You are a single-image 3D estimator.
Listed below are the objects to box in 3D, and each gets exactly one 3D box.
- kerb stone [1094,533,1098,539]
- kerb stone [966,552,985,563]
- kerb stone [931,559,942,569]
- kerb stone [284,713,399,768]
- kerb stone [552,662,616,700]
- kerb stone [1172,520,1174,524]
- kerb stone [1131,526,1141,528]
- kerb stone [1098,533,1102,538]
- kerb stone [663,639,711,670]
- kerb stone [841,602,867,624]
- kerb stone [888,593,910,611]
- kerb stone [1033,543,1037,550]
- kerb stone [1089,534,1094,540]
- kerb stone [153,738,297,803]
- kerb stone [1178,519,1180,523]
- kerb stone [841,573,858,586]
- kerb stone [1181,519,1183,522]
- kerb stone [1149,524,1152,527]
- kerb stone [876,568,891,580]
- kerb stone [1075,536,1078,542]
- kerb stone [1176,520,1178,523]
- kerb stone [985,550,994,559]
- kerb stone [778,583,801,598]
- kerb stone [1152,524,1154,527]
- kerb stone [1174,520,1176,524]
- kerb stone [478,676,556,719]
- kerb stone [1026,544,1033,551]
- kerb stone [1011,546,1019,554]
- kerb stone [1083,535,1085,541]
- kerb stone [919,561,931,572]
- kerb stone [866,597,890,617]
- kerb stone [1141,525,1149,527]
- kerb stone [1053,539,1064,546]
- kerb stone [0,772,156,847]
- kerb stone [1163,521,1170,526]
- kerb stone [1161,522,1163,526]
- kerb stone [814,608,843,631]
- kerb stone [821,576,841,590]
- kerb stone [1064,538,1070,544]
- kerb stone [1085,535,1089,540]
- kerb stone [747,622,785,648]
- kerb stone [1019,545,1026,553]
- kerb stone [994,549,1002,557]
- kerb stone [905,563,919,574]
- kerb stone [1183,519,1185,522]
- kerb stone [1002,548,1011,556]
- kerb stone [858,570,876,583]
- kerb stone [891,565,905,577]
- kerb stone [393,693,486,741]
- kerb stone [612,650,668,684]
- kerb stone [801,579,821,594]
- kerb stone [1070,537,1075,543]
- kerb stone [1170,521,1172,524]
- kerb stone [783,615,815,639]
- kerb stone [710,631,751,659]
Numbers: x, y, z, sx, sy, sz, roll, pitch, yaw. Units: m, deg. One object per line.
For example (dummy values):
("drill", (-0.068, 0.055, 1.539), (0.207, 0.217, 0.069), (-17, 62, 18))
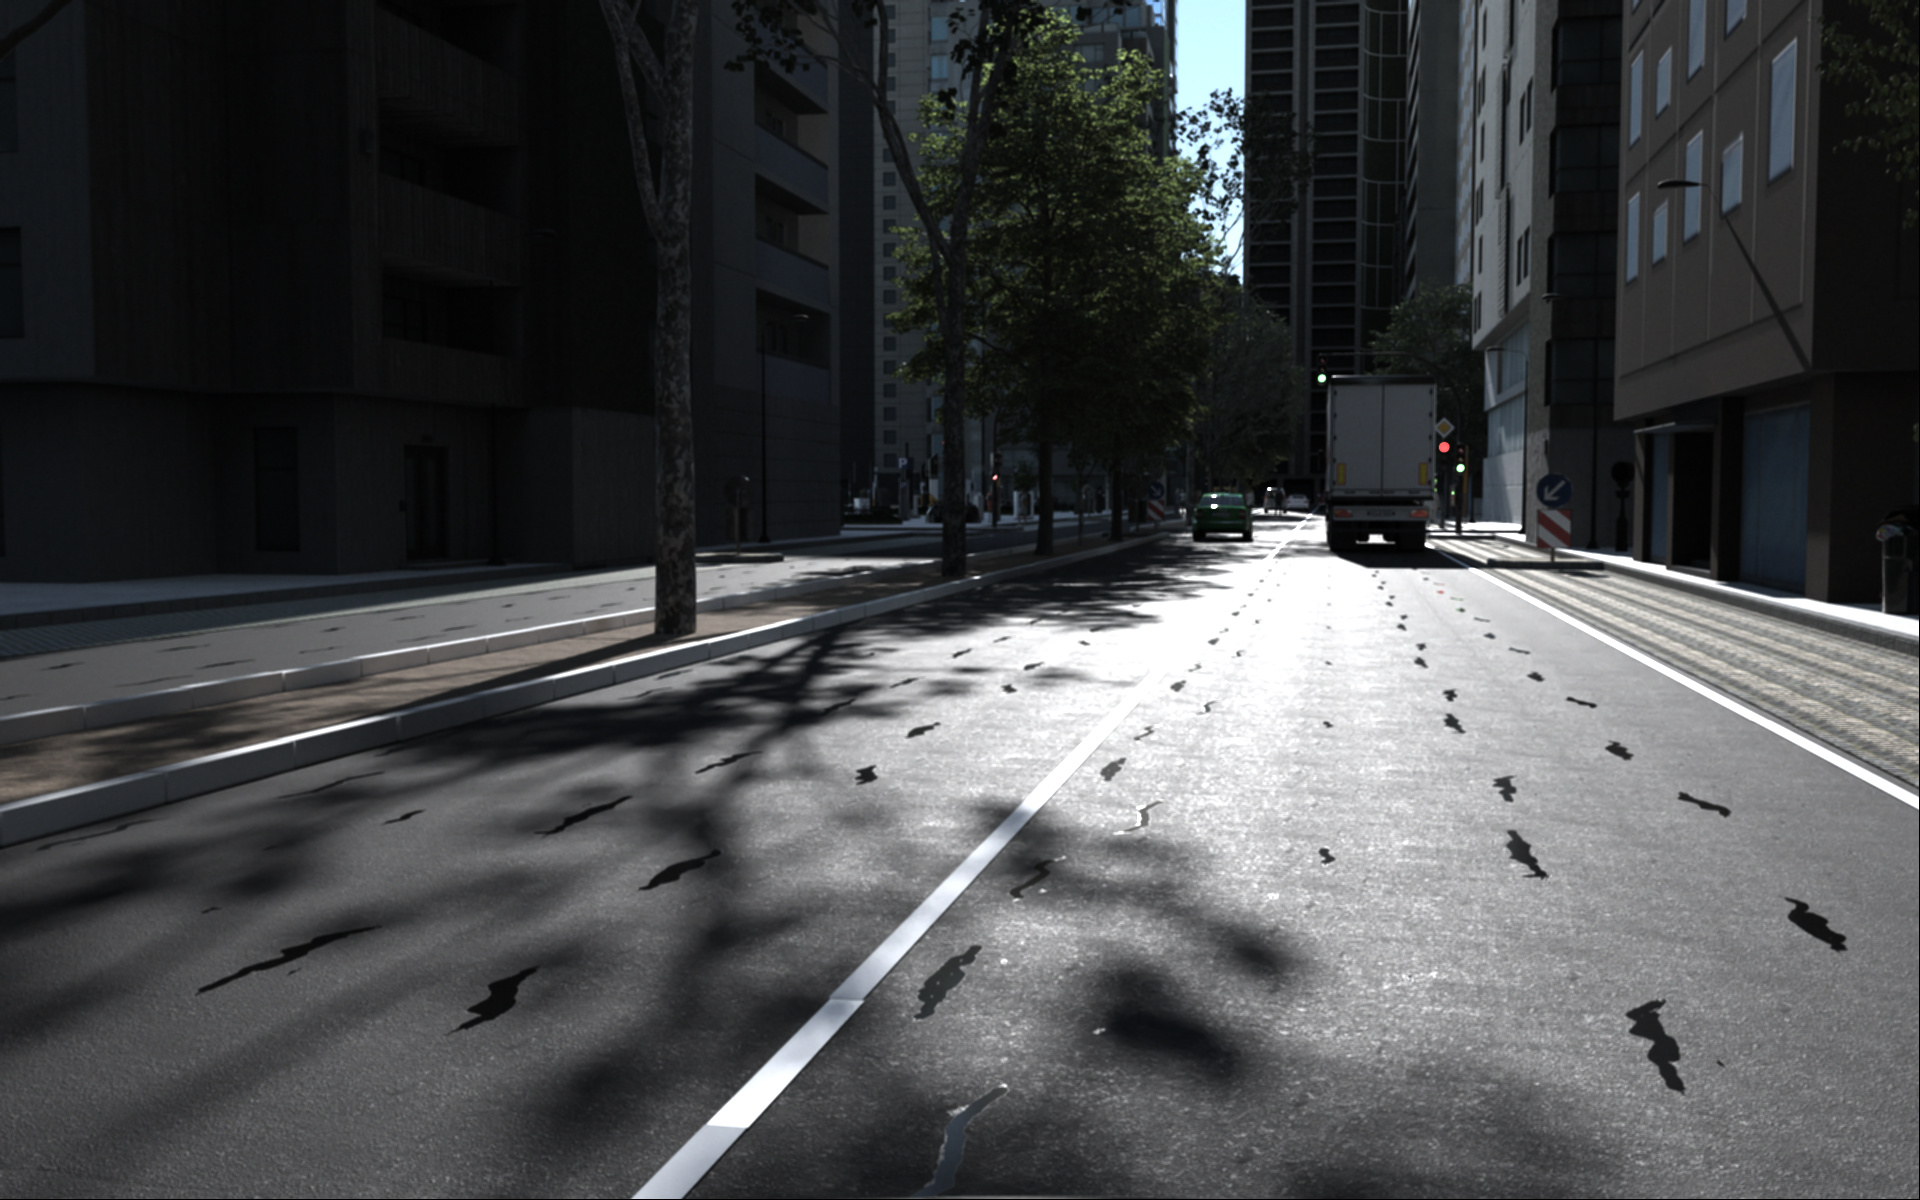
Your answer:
("kerb stone", (4.188, -2.013, 55.101), (0.120, 0.150, 1.000), (1, 4, 12))
("kerb stone", (0.333, -0.907, 37.050), (0.120, 0.150, 1.000), (1, 4, 12))
("kerb stone", (-0.531, -0.664, 33.048), (0.120, 0.150, 1.000), (1, 4, 12))
("kerb stone", (-3.417, 0.775, 9.523), (0.120, 0.150, 1.000), (1, 4, 12))
("kerb stone", (-2.768, 0.593, 12.532), (0.120, 0.150, 1.000), (1, 4, 12))
("kerb stone", (9.870, -3.639, 81.692), (0.120, 0.150, 1.000), (1, 4, 12))
("kerb stone", (6.870, -2.780, 67.646), (0.120, 0.150, 1.000), (1, 4, 12))
("kerb stone", (4.407, -2.074, 56.109), (0.120, 0.150, 1.000), (1, 4, 12))
("kerb stone", (-2.340, 0.469, 14.530), (0.120, 0.150, 1.000), (1, 4, 12))
("kerb stone", (-1.264, 0.162, 19.547), (0.120, 0.150, 1.000), (1, 4, 12))
("kerb stone", (-0.836, 0.041, 21.549), (0.120, 0.150, 1.000), (1, 4, 12))
("kerb stone", (1.828, -1.337, 44.066), (0.120, 0.150, 1.000), (1, 4, 12))
("kerb stone", (3.972, -1.951, 54.102), (0.120, 0.150, 1.000), (1, 4, 12))
("kerb stone", (-3.622, 0.837, 8.522), (0.120, 0.150, 1.000), (1, 4, 12))
("kerb stone", (10.516, -3.823, 84.694), (0.120, 0.150, 1.000), (1, 4, 12))
("kerb stone", (-1.817, -0.290, 27.032), (0.120, 0.150, 1.000), (1, 4, 12))
("kerb stone", (10.944, -3.945, 86.698), (0.120, 0.150, 1.000), (1, 4, 12))
("kerb stone", (7.727, -3.025, 71.655), (0.120, 0.150, 1.000), (1, 4, 12))
("kerb stone", (-1.384, -0.415, 29.031), (0.120, 0.150, 1.000), (1, 4, 12))
("kerb stone", (3.333, -1.765, 51.083), (0.120, 0.150, 1.000), (1, 4, 12))
("kerb stone", (10.302, -3.761, 83.691), (0.120, 0.150, 1.000), (1, 4, 12))
("kerb stone", (0.544, -0.970, 38.050), (0.120, 0.150, 1.000), (1, 4, 12))
("kerb stone", (-2.454, -0.112, 24.025), (0.120, 0.150, 1.000), (1, 4, 12))
("kerb stone", (7.942, -3.087, 72.663), (0.120, 0.150, 1.000), (1, 4, 12))
("kerb stone", (10.093, -3.700, 82.690), (0.120, 0.150, 1.000), (1, 4, 12))
("kerb stone", (-2.980, 0.652, 11.528), (0.120, 0.150, 1.000), (1, 4, 12))
("kerb stone", (1.614, -1.276, 43.059), (0.120, 0.150, 1.000), (1, 4, 12))
("kerb stone", (1.188, -1.150, 41.054), (0.120, 0.150, 1.000), (1, 4, 12))
("kerb stone", (3.547, -1.828, 52.088), (0.120, 0.150, 1.000), (1, 4, 12))
("kerb stone", (-0.751, -0.602, 32.038), (0.120, 0.150, 1.000), (1, 4, 12))
("kerb stone", (-1.046, 0.101, 20.549), (0.120, 0.150, 1.000), (1, 4, 12))
("kerb stone", (7.515, -2.964, 70.655), (0.120, 0.150, 1.000), (1, 4, 12))
("kerb stone", (2.687, -1.583, 48.073), (0.120, 0.150, 1.000), (1, 4, 12))
("kerb stone", (-3.836, 0.902, 7.523), (0.120, 0.150, 1.000), (1, 4, 12))
("kerb stone", (9.446, -3.516, 79.678), (0.120, 0.150, 1.000), (1, 4, 12))
("kerb stone", (8.788, -3.332, 76.674), (0.120, 0.150, 1.000), (1, 4, 12))
("kerb stone", (-1.477, 0.223, 18.547), (0.120, 0.150, 1.000), (1, 4, 12))
("kerb stone", (-2.030, -0.234, 26.024), (0.120, 0.150, 1.000), (1, 4, 12))
("kerb stone", (2.904, -1.644, 49.074), (0.120, 0.150, 1.000), (1, 4, 12))
("kerb stone", (3.761, -1.890, 53.094), (0.120, 0.150, 1.000), (1, 4, 12))
("kerb stone", (-1.909, 0.350, 16.545), (0.120, 0.150, 1.000), (1, 4, 12))
("kerb stone", (1.399, -1.215, 42.058), (0.120, 0.150, 1.000), (1, 4, 12))
("kerb stone", (0.748, -1.031, 39.051), (0.120, 0.150, 1.000), (1, 4, 12))
("kerb stone", (-0.954, -0.541, 31.036), (0.120, 0.150, 1.000), (1, 4, 12))
("kerb stone", (11.168, -4.001, 87.703), (0.120, 0.150, 1.000), (1, 4, 12))
("kerb stone", (0.969, -1.092, 40.049), (0.120, 0.150, 1.000), (1, 4, 12))
("kerb stone", (-1.595, -0.357, 28.031), (0.120, 0.150, 1.000), (1, 4, 12))
("kerb stone", (-1.173, -0.479, 30.031), (0.120, 0.150, 1.000), (1, 4, 12))
("kerb stone", (-3.191, 0.714, 10.528), (0.120, 0.150, 1.000), (1, 4, 12))
("kerb stone", (-2.548, 0.530, 13.530), (0.120, 0.150, 1.000), (1, 4, 12))
("kerb stone", (-2.242, -0.173, 25.025), (0.120, 0.150, 1.000), (1, 4, 12))
("kerb stone", (3.114, -1.703, 50.085), (0.120, 0.150, 1.000), (1, 4, 12))
("kerb stone", (9.658, -3.577, 80.683), (0.120, 0.150, 1.000), (1, 4, 12))
("kerb stone", (-1.695, 0.284, 17.544), (0.120, 0.150, 1.000), (1, 4, 12))
("kerb stone", (-2.121, 0.412, 15.530), (0.120, 0.150, 1.000), (1, 4, 12))
